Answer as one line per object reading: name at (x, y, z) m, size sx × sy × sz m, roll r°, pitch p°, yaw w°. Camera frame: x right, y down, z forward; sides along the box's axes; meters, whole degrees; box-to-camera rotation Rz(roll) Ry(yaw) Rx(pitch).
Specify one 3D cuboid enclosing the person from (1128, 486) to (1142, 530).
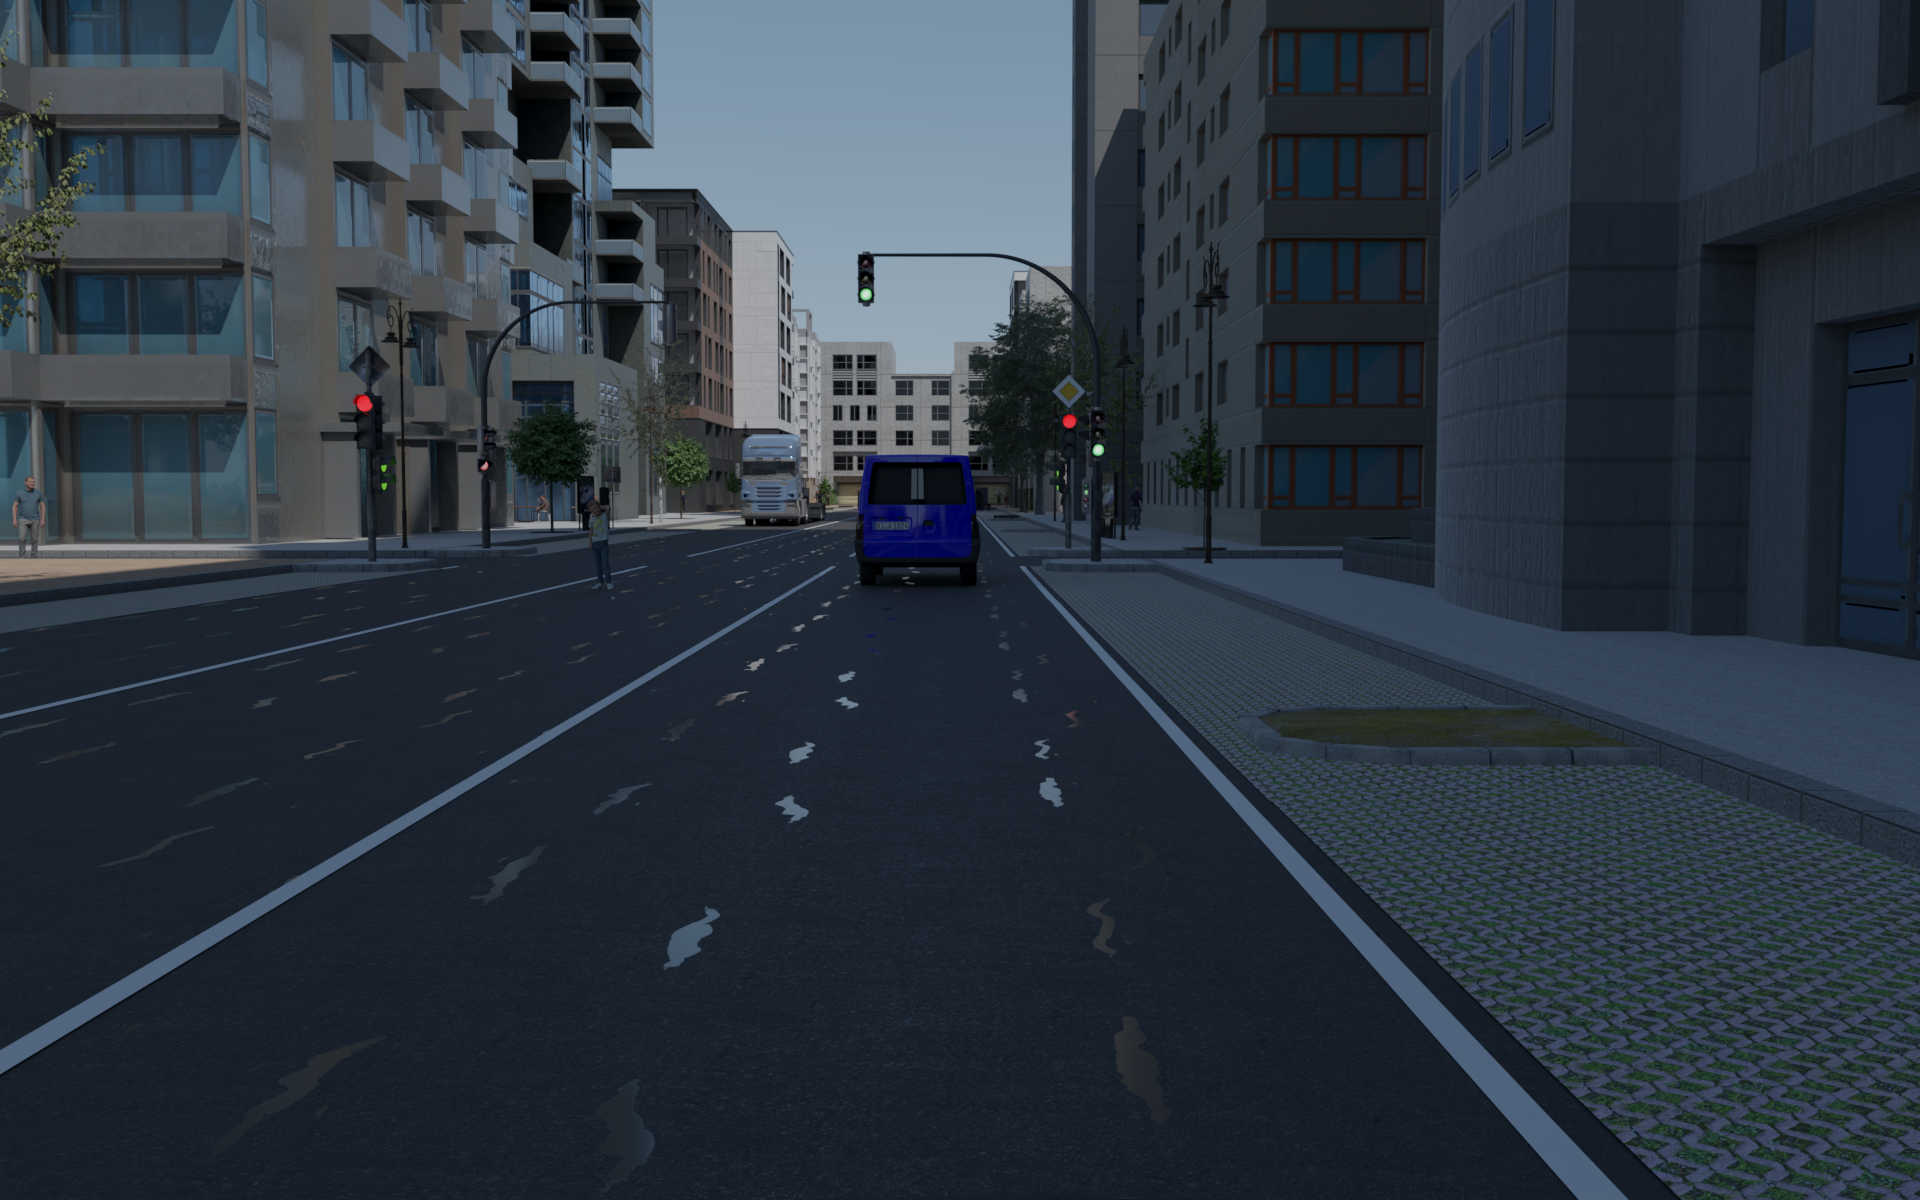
person at (6.165, -3.240, 61.225) m, size 0.471 × 1.553 × 0.569 m, roll 0°, pitch 4°, yaw -6°

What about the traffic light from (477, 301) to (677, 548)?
traffic light at (-9.070, -4.045, 40.807) m, size 4.771 × 5.953 × 1.251 m, roll 0°, pitch 4°, yaw 0°

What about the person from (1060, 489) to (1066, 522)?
person at (4.768, -4.406, 78.639) m, size 0.434 × 1.755 × 0.990 m, roll 2°, pitch 4°, yaw 34°

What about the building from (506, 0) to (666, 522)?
building at (-27.956, -47.718, 92.855) m, size 22.319 × 86.520 × 31.000 m, roll 0°, pitch 4°, yaw 0°

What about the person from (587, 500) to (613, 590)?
person at (-5.395, -0.833, 26.029) m, size 0.435 × 1.345 × 0.340 m, roll 0°, pitch 4°, yaw 6°

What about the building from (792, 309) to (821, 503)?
building at (-20.698, -19.994, 183.321) m, size 11.380 × 20.091 × 16.016 m, roll 0°, pitch 4°, yaw 0°

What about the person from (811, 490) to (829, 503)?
person at (-9.702, -6.774, 119.975) m, size 1.217 × 1.735 × 0.721 m, roll 0°, pitch 4°, yaw 4°

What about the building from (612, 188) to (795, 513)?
building at (-28.099, -17.637, 132.346) m, size 27.936 × 21.610 × 32.646 m, roll 0°, pitch 4°, yaw 0°

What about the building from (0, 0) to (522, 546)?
building at (-27.439, -26.645, 55.259) m, size 23.786 × 49.044 × 30.456 m, roll 0°, pitch 4°, yaw 0°

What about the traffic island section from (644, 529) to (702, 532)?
traffic island section at (-10.933, -2.656, 66.291) m, size 1.991 × 0.108 × 1.994 m, roll 0°, pitch 4°, yaw 0°

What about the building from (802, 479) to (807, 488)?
building at (-30.470, -16.129, 205.862) m, size 28.070 × 9.664 × 9.099 m, roll 0°, pitch 4°, yaw 0°

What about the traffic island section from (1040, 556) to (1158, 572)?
traffic island section at (2.599, -0.652, 32.944) m, size 2.009 × 0.180 × 2.903 m, roll 0°, pitch 4°, yaw 0°

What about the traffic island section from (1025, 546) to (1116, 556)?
traffic island section at (2.580, -1.141, 40.929) m, size 2.009 × 0.180 × 2.903 m, roll 0°, pitch 4°, yaw 0°

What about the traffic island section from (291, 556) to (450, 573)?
traffic island section at (-11.182, -0.651, 32.917) m, size 2.009 × 0.180 × 2.903 m, roll 0°, pitch 4°, yaw 0°

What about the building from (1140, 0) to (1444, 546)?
building at (21.781, -12.880, 55.624) m, size 28.899 × 21.520 × 27.650 m, roll 0°, pitch 4°, yaw 0°

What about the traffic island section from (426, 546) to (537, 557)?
traffic island section at (-11.201, -1.139, 40.902) m, size 2.009 × 0.180 × 2.903 m, roll 0°, pitch 4°, yaw 0°

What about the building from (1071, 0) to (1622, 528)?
building at (15.928, -33.111, 83.362) m, size 21.231 × 58.520 × 28.212 m, roll 0°, pitch 4°, yaw 0°

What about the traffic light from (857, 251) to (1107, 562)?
traffic light at (0.467, -3.548, 32.684) m, size 4.771 × 5.953 × 1.251 m, roll 0°, pitch 4°, yaw 0°

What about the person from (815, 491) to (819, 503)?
person at (-14.536, -10.402, 177.584) m, size 0.593 × 1.643 × 0.415 m, roll -1°, pitch 4°, yaw -17°

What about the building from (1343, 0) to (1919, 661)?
building at (16.099, -29.016, 16.410) m, size 21.231 × 58.520 × 28.212 m, roll 0°, pitch 4°, yaw 0°

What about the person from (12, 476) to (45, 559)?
person at (-19.393, -1.678, 36.066) m, size 0.598 × 1.807 × 0.434 m, roll -1°, pitch 4°, yaw -20°

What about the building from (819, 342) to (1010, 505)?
building at (-0.697, -20.978, 209.449) m, size 31.486 × 18.905 × 16.747 m, roll 0°, pitch 4°, yaw 0°

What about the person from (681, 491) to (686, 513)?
person at (-18.442, -6.509, 115.003) m, size 0.613 × 1.512 × 0.480 m, roll 3°, pitch 5°, yaw 44°

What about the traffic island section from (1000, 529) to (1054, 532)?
traffic island section at (2.520, -2.613, 65.594) m, size 1.991 × 0.108 × 1.994 m, roll 0°, pitch 4°, yaw 0°

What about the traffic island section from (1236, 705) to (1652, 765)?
traffic island section at (2.663, 0.782, 10.081) m, size 1.991 × 0.108 × 1.994 m, roll 0°, pitch 4°, yaw 0°

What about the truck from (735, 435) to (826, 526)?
truck at (-8.408, -5.775, 84.184) m, size 2.967 × 4.110 × 18.799 m, roll 0°, pitch 4°, yaw 0°

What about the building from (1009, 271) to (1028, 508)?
building at (18.841, -20.240, 174.894) m, size 27.936 × 21.610 × 32.646 m, roll 0°, pitch 4°, yaw 0°

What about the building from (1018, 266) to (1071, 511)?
building at (13.778, -16.911, 142.960) m, size 16.747 × 18.905 × 31.486 m, roll 0°, pitch 4°, yaw 0°

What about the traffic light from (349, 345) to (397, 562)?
traffic light at (-11.142, -2.683, 32.782) m, size 0.839 × 4.253 × 0.868 m, roll 0°, pitch 4°, yaw 0°

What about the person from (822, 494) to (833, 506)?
person at (-13.697, -10.600, 179.360) m, size 1.348 × 1.823 × 0.705 m, roll 2°, pitch 4°, yaw 24°

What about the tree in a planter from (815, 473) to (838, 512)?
tree in a planter at (-11.113, -8.892, 142.613) m, size 1.991 × 3.239 × 1.994 m, roll 0°, pitch 4°, yaw 0°

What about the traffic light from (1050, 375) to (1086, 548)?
traffic light at (2.540, -3.174, 40.815) m, size 0.839 × 4.253 × 0.868 m, roll 0°, pitch 4°, yaw 0°
